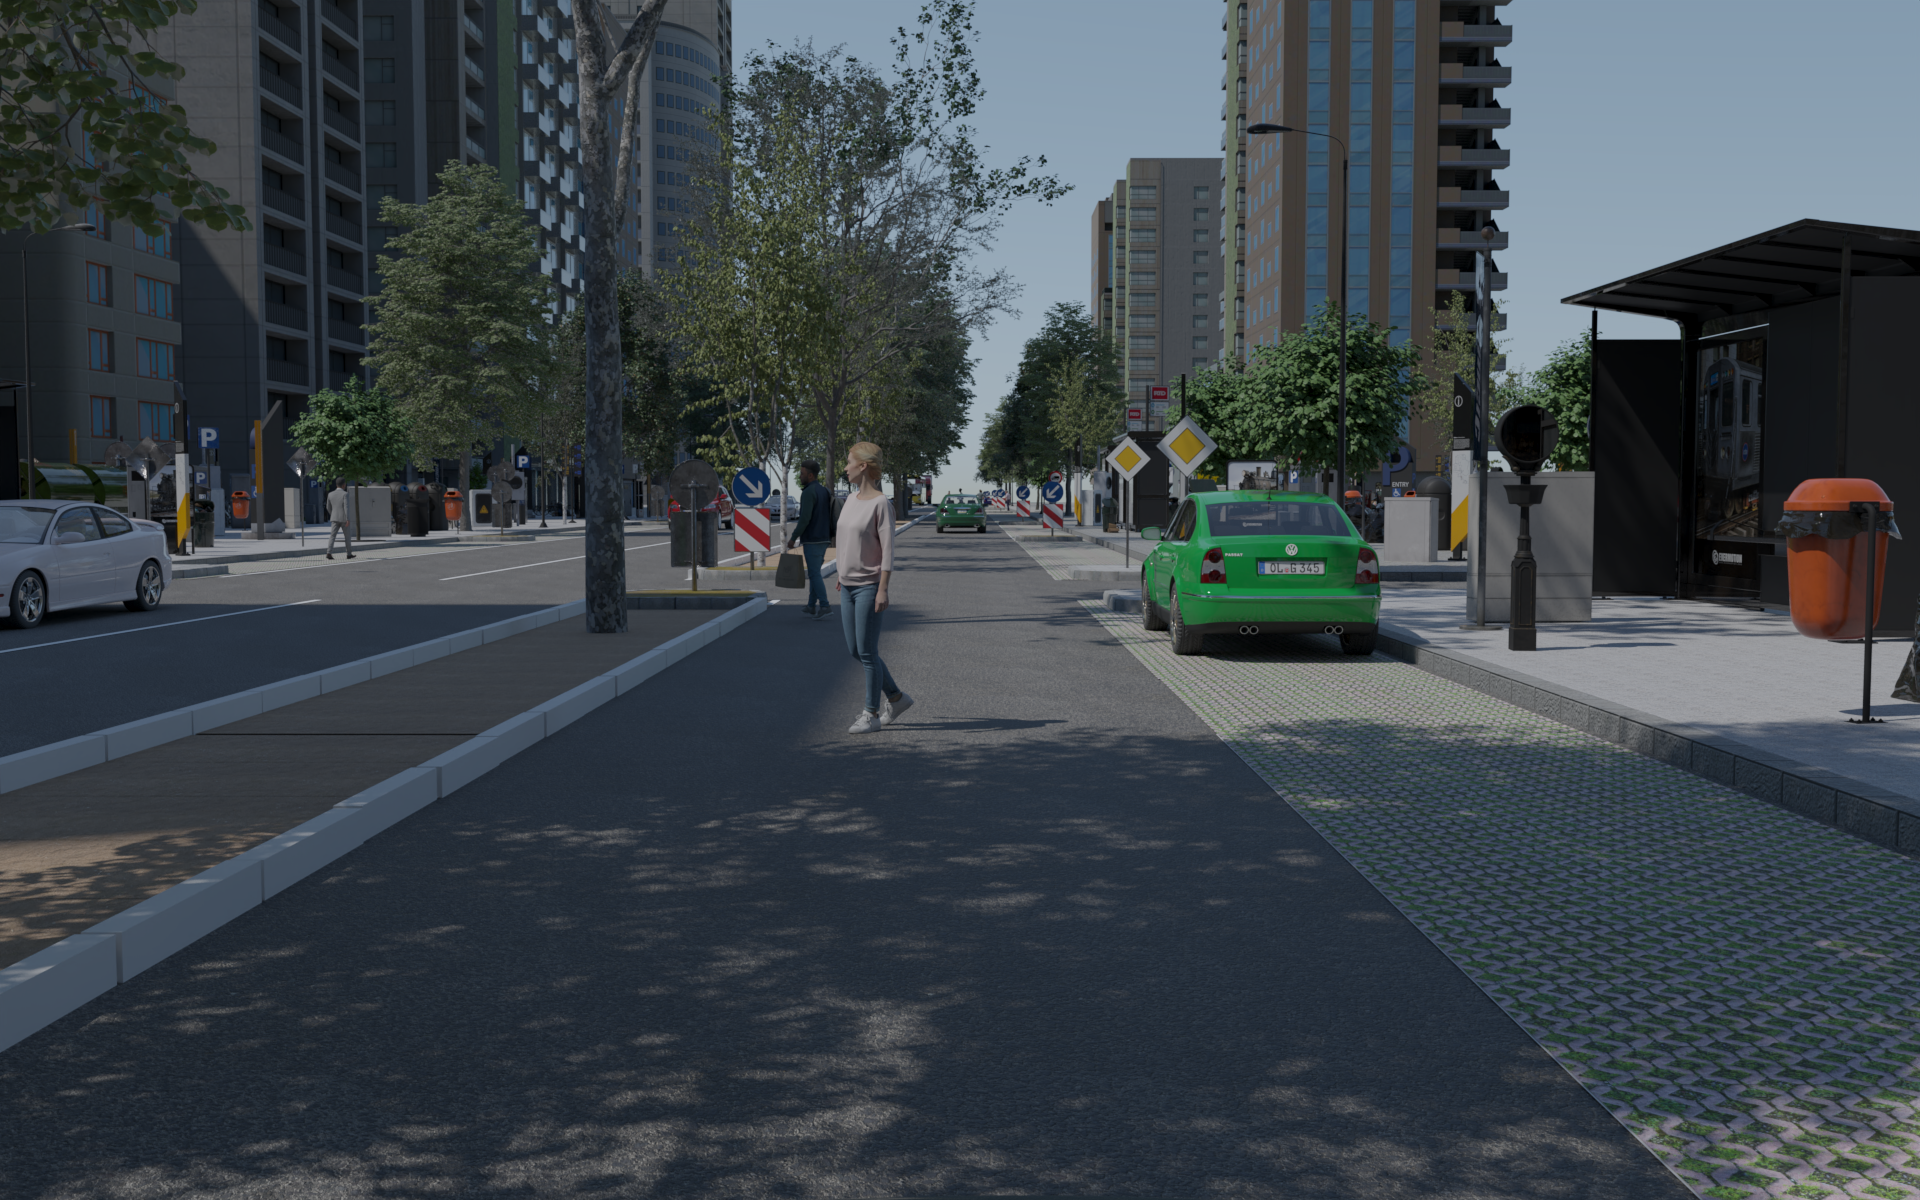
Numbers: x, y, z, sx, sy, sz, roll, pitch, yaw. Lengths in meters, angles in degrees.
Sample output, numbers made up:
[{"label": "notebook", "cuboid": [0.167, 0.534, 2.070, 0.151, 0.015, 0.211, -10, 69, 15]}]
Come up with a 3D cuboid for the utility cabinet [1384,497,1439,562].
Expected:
[{"label": "utility cabinet", "cuboid": [8.582, -1.332, 32.940, 0.306, 1.237, 1.020, -3, 5, -42]}]

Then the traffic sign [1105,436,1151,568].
[{"label": "traffic sign", "cuboid": [2.894, -1.607, 29.913, 0.795, 2.450, 0.064, 0, 4, 0]}]

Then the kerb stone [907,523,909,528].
[{"label": "kerb stone", "cuboid": [-2.281, -2.966, 70.751, 0.120, 0.150, 1.000, 0, 4, 0]}]

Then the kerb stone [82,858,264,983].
[{"label": "kerb stone", "cuboid": [-2.511, 1.017, 5.572, 0.120, 0.150, 1.000, 0, 4, 0]}]

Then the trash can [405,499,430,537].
[{"label": "trash can", "cuboid": [-16.287, -2.469, 52.027, 0.748, 1.137, 0.748, 0, 3, 0]}]

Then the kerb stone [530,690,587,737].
[{"label": "kerb stone", "cuboid": [-2.495, 0.702, 10.711, 0.120, 0.150, 1.000, 0, 4, 0]}]

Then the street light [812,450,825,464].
[{"label": "street light", "cuboid": [-14.928, -12.604, 178.619, 1.470, 5.913, 1.316, 0, 4, 0]}]

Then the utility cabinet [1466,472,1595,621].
[{"label": "utility cabinet", "cuboid": [5.695, -0.528, 17.320, 1.173, 1.500, 0.318, 0, 4, -4]}]

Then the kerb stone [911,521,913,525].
[{"label": "kerb stone", "cuboid": [-2.255, -3.283, 75.876, 0.120, 0.150, 1.000, 0, 4, 0]}]

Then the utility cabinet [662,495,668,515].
[{"label": "utility cabinet", "cuboid": [-17.908, -5.753, 105.217, 0.306, 1.237, 1.020, 1, 4, 19]}]

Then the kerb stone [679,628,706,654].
[{"label": "kerb stone", "cuboid": [-2.478, 0.392, 15.833, 0.120, 0.150, 1.000, 0, 4, 0]}]

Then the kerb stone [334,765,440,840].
[{"label": "kerb stone", "cuboid": [-2.517, 0.891, 7.626, 0.120, 0.150, 1.000, 0, 4, 0]}]

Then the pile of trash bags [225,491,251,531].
[{"label": "pile of trash bags", "cuboid": [-28.236, -3.468, 66.453, 3.447, 1.369, 1.912, -1, 4, -9]}]

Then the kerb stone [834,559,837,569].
[{"label": "kerb stone", "cuboid": [-2.411, -0.649, 32.820, 0.120, 0.150, 1.000, 0, 4, 0]}]

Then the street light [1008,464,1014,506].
[{"label": "street light", "cuboid": [4.710, -10.603, 145.894, 1.470, 5.913, 1.316, 0, 4, 0]}]

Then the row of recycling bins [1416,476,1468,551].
[{"label": "row of recycling bins", "cuboid": [12.091, -1.953, 39.046, 3.534, 1.692, 1.069, 1, 4, 19]}]

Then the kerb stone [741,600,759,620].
[{"label": "kerb stone", "cuboid": [-2.462, 0.140, 19.949, 0.120, 0.150, 1.000, 0, 4, 0]}]

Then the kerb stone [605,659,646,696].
[{"label": "kerb stone", "cuboid": [-2.482, 0.579, 12.755, 0.120, 0.150, 1.000, 0, 4, 0]}]

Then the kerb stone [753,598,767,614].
[{"label": "kerb stone", "cuboid": [-2.460, 0.075, 20.986, 0.120, 0.150, 1.000, 0, 4, 0]}]

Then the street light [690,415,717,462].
[{"label": "street light", "cuboid": [-15.243, -7.888, 101.505, 1.470, 5.913, 1.316, 0, 4, 0]}]

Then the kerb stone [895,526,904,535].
[{"label": "kerb stone", "cuboid": [-2.298, -2.649, 65.606, 0.120, 0.150, 1.000, 0, 4, 0]}]

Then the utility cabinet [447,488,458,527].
[{"label": "utility cabinet", "cuboid": [-19.791, -3.518, 66.199, 1.173, 1.500, 0.318, 1, 4, 12]}]

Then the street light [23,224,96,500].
[{"label": "street light", "cuboid": [-15.542, -3.509, 29.921, 1.470, 5.913, 1.316, 0, 4, 0]}]

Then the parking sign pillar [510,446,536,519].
[{"label": "parking sign pillar", "cuboid": [-23.162, -6.295, 91.389, 1.447, 3.967, 1.447, 3, 4, 37]}]

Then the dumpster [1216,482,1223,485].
[{"label": "dumpster", "cuboid": [7.733, -2.724, 47.038, 1.502, 2.255, 1.985, 0, 4, 0]}]

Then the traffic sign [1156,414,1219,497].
[{"label": "traffic sign", "cuboid": [2.865, -1.118, 21.928, 0.795, 2.450, 0.064, 0, 4, 0]}]

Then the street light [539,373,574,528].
[{"label": "street light", "cuboid": [-15.362, -5.713, 65.950, 1.470, 5.913, 1.316, 0, 4, 0]}]

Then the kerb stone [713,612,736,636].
[{"label": "kerb stone", "cuboid": [-2.463, 0.263, 17.894, 0.120, 0.150, 1.000, 0, 4, 0]}]

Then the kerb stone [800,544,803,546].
[{"label": "kerb stone", "cuboid": [-4.459, -1.589, 48.176, 0.120, 0.150, 1.000, 0, 4, 0]}]

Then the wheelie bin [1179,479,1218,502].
[{"label": "wheelie bin", "cuboid": [5.058, -1.750, 36.514, 0.980, 1.594, 0.693, -2, 4, -24]}]

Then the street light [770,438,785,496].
[{"label": "street light", "cuboid": [-15.101, -10.411, 142.755, 1.470, 5.913, 1.316, 0, 4, 0]}]

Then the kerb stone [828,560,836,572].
[{"label": "kerb stone", "cuboid": [-2.418, -0.587, 31.794, 0.120, 0.150, 1.000, 0, 4, 0]}]

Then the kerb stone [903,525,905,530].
[{"label": "kerb stone", "cuboid": [-2.289, -2.716, 66.640, 0.120, 0.150, 1.000, 0, 4, 0]}]

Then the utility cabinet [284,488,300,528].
[{"label": "utility cabinet", "cuboid": [-25.051, -3.404, 64.327, 1.173, 1.500, 0.318, 2, 4, 25]}]

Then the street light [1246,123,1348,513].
[{"label": "street light", "cuboid": [4.291, -3.017, 21.873, 1.470, 5.913, 1.316, 0, 4, 0]}]

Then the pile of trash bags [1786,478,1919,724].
[{"label": "pile of trash bags", "cuboid": [6.395, -0.031, 10.260, 3.447, 1.369, 1.912, -1, 4, -14]}]

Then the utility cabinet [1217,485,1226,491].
[{"label": "utility cabinet", "cuboid": [6.907, -2.142, 43.701, 1.173, 1.500, 0.318, 3, 4, 38]}]

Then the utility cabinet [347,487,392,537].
[{"label": "utility cabinet", "cuboid": [-17.376, -2.586, 50.968, 1.173, 1.500, 0.318, -2, 4, -29]}]

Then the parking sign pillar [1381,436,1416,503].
[{"label": "parking sign pillar", "cuboid": [17.700, -4.979, 69.885, 1.447, 3.967, 1.447, 3, 4, 36]}]

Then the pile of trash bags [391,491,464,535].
[{"label": "pile of trash bags", "cuboid": [-17.407, -2.775, 55.129, 3.447, 1.369, 1.912, 1, 4, 10]}]

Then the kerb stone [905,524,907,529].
[{"label": "kerb stone", "cuboid": [-2.279, -2.844, 68.696, 0.120, 0.150, 1.000, 0, 4, 0]}]

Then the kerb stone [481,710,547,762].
[{"label": "kerb stone", "cuboid": [-2.507, 0.766, 9.686, 0.120, 0.150, 1.000, 0, 4, 0]}]

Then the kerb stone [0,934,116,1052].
[{"label": "kerb stone", "cuboid": [-2.521, 1.079, 4.549, 0.120, 0.150, 1.000, 0, 4, 0]}]

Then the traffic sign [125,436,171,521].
[{"label": "traffic sign", "cuboid": [-14.050, -1.612, 29.995, 0.795, 2.450, 0.064, 0, 4, 0]}]

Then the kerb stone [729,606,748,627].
[{"label": "kerb stone", "cuboid": [-2.466, 0.201, 18.916, 0.120, 0.150, 1.000, 0, 4, 0]}]

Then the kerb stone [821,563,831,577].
[{"label": "kerb stone", "cuboid": [-2.428, -0.525, 30.772, 0.120, 0.150, 1.000, 0, 4, 0]}]

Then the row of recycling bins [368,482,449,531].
[{"label": "row of recycling bins", "cuboid": [-19.054, -3.213, 59.641, 1.069, 1.692, 3.534, 2, 4, 25]}]

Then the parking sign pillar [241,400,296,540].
[{"label": "parking sign pillar", "cuboid": [-19.732, -3.721, 49.311, 1.447, 3.967, 1.447, 0, 4, 3]}]

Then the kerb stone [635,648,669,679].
[{"label": "kerb stone", "cuboid": [-2.485, 0.519, 13.782, 0.120, 0.150, 1.000, 0, 4, 0]}]

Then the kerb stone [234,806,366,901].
[{"label": "kerb stone", "cuboid": [-2.509, 0.959, 6.600, 0.120, 0.150, 1.000, 0, 4, 0]}]

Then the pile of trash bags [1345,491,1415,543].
[{"label": "pile of trash bags", "cuboid": [11.143, -2.270, 46.863, 1.912, 1.369, 3.447, -1, 4, -10]}]

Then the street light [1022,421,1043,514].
[{"label": "street light", "cuboid": [4.640, -8.386, 109.644, 1.470, 5.913, 1.316, 0, 4, 0]}]

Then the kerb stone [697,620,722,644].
[{"label": "kerb stone", "cuboid": [-2.474, 0.330, 16.868, 0.120, 0.150, 1.000, 0, 4, 0]}]

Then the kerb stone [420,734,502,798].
[{"label": "kerb stone", "cuboid": [-2.499, 0.829, 8.659, 0.120, 0.150, 1.000, 0, 4, 0]}]

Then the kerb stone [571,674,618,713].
[{"label": "kerb stone", "cuboid": [-2.498, 0.644, 11.733, 0.120, 0.150, 1.000, 0, 4, 0]}]

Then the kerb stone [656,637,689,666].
[{"label": "kerb stone", "cuboid": [-2.481, 0.452, 14.804, 0.120, 0.150, 1.000, 0, 4, 0]}]

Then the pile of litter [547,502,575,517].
[{"label": "pile of litter", "cuboid": [-22.785, -5.188, 98.783, 1.719, 0.858, 1.176, 1, 4, 10]}]
